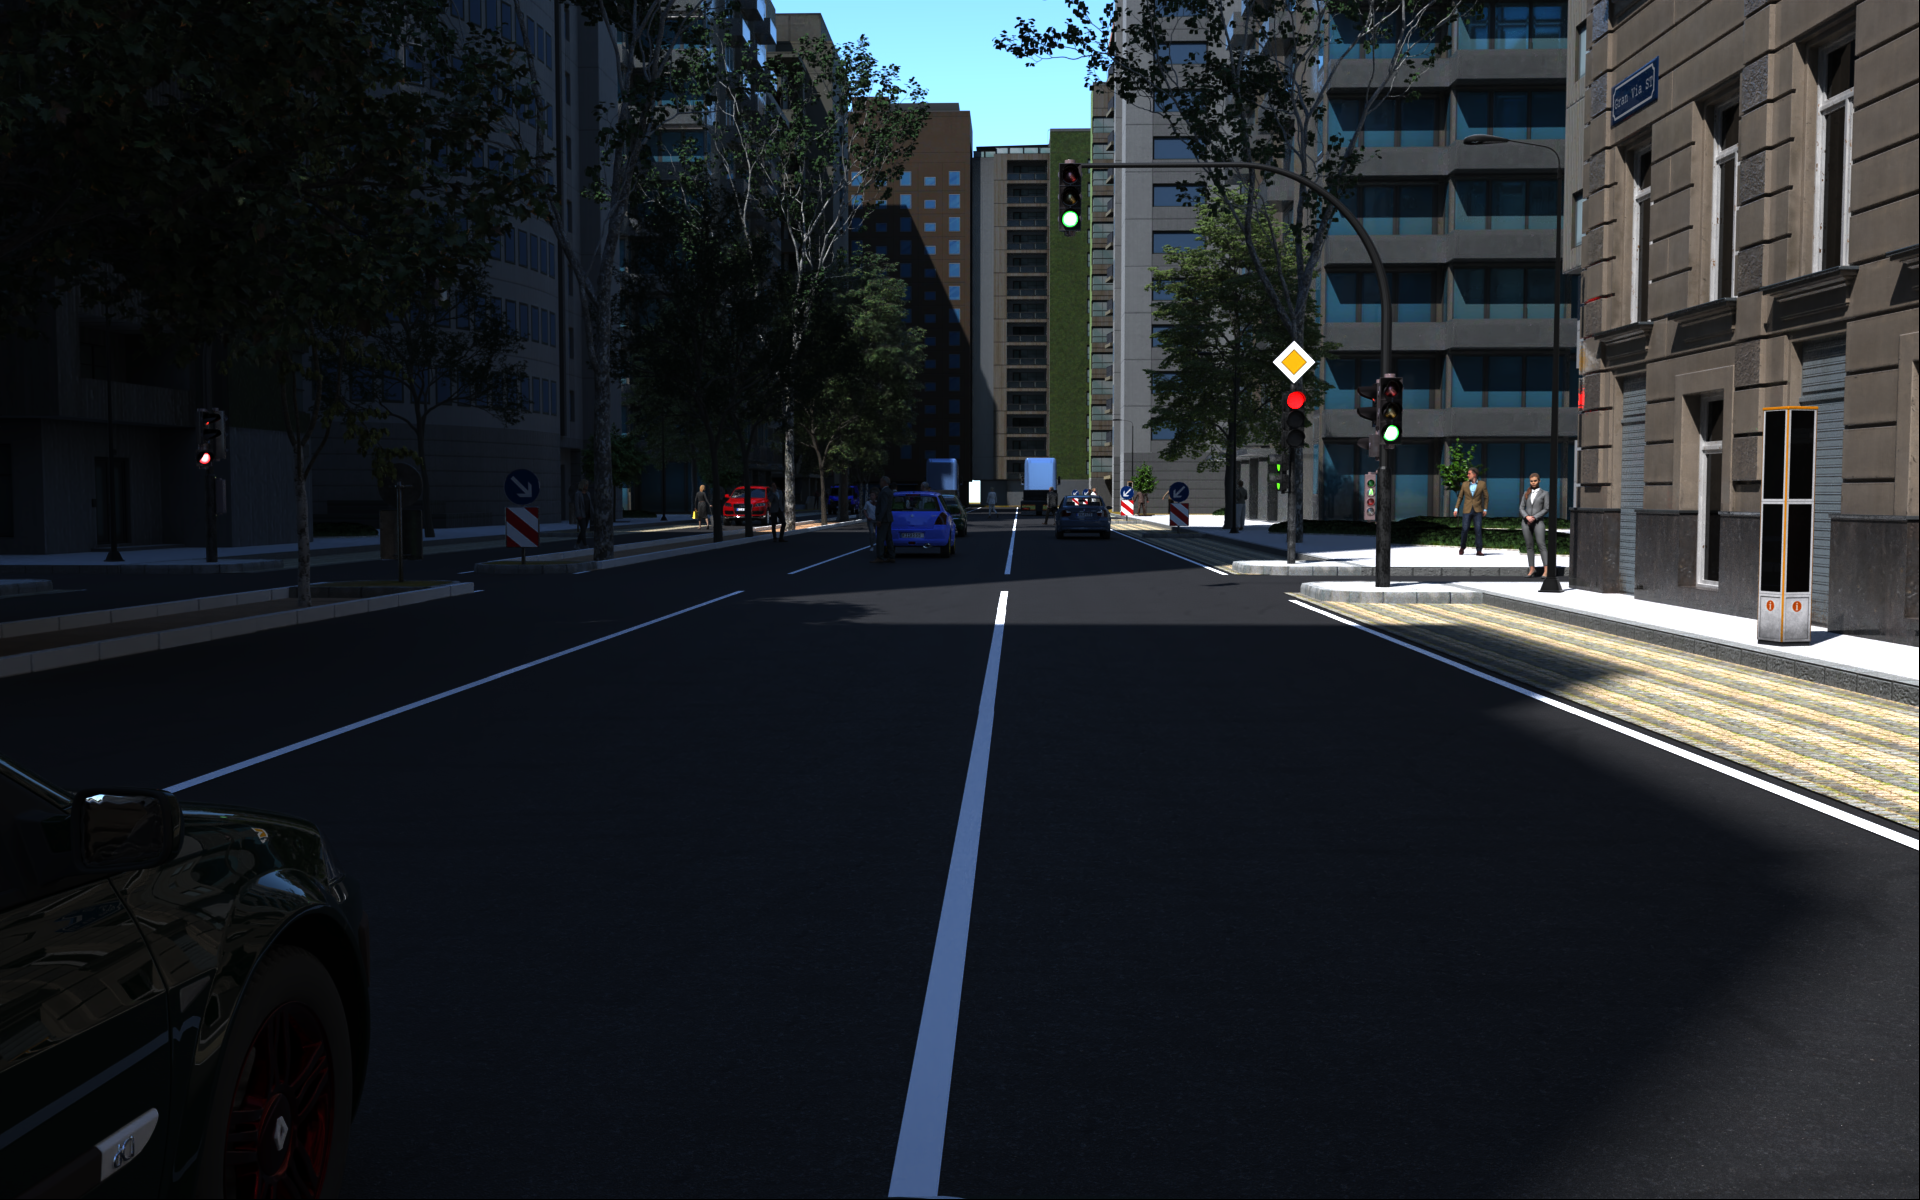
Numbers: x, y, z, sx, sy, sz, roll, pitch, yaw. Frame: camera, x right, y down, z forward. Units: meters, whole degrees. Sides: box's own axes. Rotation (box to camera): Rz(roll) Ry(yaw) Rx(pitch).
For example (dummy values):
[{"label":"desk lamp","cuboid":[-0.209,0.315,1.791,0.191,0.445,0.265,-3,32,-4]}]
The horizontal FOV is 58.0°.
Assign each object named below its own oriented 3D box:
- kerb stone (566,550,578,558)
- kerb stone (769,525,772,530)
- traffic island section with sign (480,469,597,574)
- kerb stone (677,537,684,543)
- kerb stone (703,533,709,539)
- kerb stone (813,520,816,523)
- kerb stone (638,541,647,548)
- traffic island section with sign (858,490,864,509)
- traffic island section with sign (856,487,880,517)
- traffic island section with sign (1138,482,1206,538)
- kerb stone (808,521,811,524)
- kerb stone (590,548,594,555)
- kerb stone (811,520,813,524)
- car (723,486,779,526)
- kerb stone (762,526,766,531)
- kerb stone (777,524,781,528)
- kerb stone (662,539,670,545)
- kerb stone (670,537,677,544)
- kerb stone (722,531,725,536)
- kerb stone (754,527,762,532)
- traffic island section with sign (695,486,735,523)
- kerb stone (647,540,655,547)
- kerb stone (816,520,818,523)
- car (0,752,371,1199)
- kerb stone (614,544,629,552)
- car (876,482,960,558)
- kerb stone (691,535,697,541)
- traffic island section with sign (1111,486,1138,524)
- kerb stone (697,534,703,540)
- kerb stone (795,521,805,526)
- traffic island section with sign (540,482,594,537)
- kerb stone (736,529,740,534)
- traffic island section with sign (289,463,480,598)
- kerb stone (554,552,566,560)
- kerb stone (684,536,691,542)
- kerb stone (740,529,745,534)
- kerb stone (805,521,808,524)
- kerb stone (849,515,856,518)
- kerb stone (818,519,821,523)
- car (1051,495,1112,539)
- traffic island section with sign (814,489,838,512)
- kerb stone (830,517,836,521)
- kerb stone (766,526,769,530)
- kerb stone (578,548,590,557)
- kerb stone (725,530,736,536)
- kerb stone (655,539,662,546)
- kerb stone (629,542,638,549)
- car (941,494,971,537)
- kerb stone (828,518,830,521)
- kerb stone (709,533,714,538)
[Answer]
[{"label":"kerb stone","cuboid":[-8.754,-1.002,38.592,0.120,0.150,1.000,0,4,2]},{"label":"kerb stone","cuboid":[-7.694,-2.880,69.315,0.120,0.150,1.000,0,4,2]},{"label":"traffic island section with sign","cuboid":[-7.917,-1.463,32.056,2.006,1.907,1.989,0,4,2]},{"label":"kerb stone","cuboid":[-8.334,-1.754,50.883,0.120,0.150,1.000,0,4,2]},{"label":"kerb stone","cuboid":[-8.190,-2.005,54.972,0.120,0.150,1.000,0,4,2]},{"label":"kerb stone","cuboid":[-7.203,-3.759,83.655,0.120,0.150,1.000,0,4,2]},{"label":"kerb stone","cuboid":[-8.512,-1.441,45.765,0.120,0.150,1.000,0,4,2]},{"label":"traffic island section with sign","cuboid":[-9.319,-9.382,162.022,1.989,1.847,2.006,0,4,2]},{"label":"traffic island section with sign","cuboid":[-5.336,-6.056,107.150,2.006,1.907,1.989,0,4,2]},{"label":"traffic island section with sign","cuboid":[6.997,-2.942,56.732,1.989,1.847,2.006,0,4,2]},{"label":"kerb stone","cuboid":[-7.273,-3.634,81.612,0.120,0.150,1.000,0,4,2]},{"label":"kerb stone","cuboid":[-8.683,-1.128,40.635,0.120,0.150,1.000,0,4,2]},{"label":"kerb stone","cuboid":[-7.238,-3.697,82.634,0.120,0.150,1.000,0,4,2]},{"label":"car","cuboid":[-9.598,-4.356,79.889,2.281,1.827,5.304,0,4,2]},{"label":"kerb stone","cuboid":[-7.773,-2.755,67.272,0.120,0.150,1.000,0,4,2]},{"label":"kerb stone","cuboid":[-7.626,-3.006,71.364,0.120,0.150,1.000,0,4,2]},{"label":"kerb stone","cuboid":[-8.407,-1.629,48.830,0.120,0.150,1.000,0,4,2]},{"label":"kerb stone","cuboid":[-8.370,-1.685,49.861,0.120,0.150,1.000,0,4,2]},{"label":"kerb stone","cuboid":[-8.096,-2.189,58.037,0.120,0.150,1.000,0,4,2]},{"label":"kerb stone","cuboid":[-7.796,-2.694,66.247,0.120,0.150,1.000,0,4,2]},{"label":"traffic island section with sign","cuboid":[-11.941,-4.708,85.595,1.989,1.847,2.006,0,4,2]},{"label":"kerb stone","cuboid":[-8.483,-1.503,46.787,0.120,0.150,1.000,0,4,2]},{"label":"kerb stone","cuboid":[-7.173,-3.819,84.677,0.120,0.150,1.000,0,4,2]},{"label":"car","cuboid":[-2.053,0.488,1.801,2.009,1.686,4.222,0,4,2]},{"label":"kerb stone","cuboid":[-8.586,-1.316,43.714,0.120,0.150,1.000,0,4,2]},{"label":"car","cuboid":[-0.994,-1.878,40.289,1.945,1.707,3.694,0,4,2]},{"label":"kerb stone","cuboid":[-8.264,-1.880,52.928,0.120,0.150,1.000,0,4,2]},{"label":"traffic island section with sign","cuboid":[7.918,-4.590,83.671,1.989,1.847,2.006,0,4,2]},{"label":"kerb stone","cuboid":[-8.229,-1.940,53.950,0.120,0.150,1.000,0,4,2]},{"label":"kerb stone","cuboid":[-7.345,-3.504,79.563,0.120,0.150,1.000,0,4,2]},{"label":"traffic island section with sign","cuboid":[-12.902,-3.026,58.101,1.989,1.847,2.006,0,4,2]},{"label":"kerb stone","cuboid":[-7.989,-2.372,61.122,0.120,0.150,1.000,0,4,2]},{"label":"traffic island section with sign","cuboid":[-8.182,-1.010,24.653,2.006,1.907,1.989,0,4,2]},{"label":"kerb stone","cuboid":[-8.793,-0.940,37.566,0.120,0.150,1.000,0,4,2]},{"label":"kerb stone","cuboid":[-8.295,-1.817,51.904,0.120,0.150,1.000,0,4,2]},{"label":"kerb stone","cuboid":[-7.949,-2.437,62.143,0.120,0.150,1.000,0,4,2]},{"label":"kerb stone","cuboid":[-7.307,-3.570,80.588,0.120,0.150,1.000,0,4,2]},{"label":"kerb stone","cuboid":[-6.490,-5.011,104.124,0.120,0.150,1.000,0,4,2]},{"label":"kerb stone","cuboid":[-7.136,-3.883,85.699,0.120,0.150,1.000,0,4,2]},{"label":"car","cuboid":[3.996,-2.728,56.604,2.014,1.417,4.499,0,4,2]},{"label":"traffic island section with sign","cuboid":[-10.248,-7.718,134.810,1.989,1.847,2.006,0,4,2]},{"label":"kerb stone","cuboid":[-6.893,-4.322,92.864,0.120,0.150,1.000,0,4,2]},{"label":"kerb stone","cuboid":[-7.744,-2.815,68.294,0.120,0.150,1.000,0,4,2]},{"label":"kerb stone","cuboid":[-8.716,-1.065,39.614,0.120,0.150,1.000,0,4,2]},{"label":"kerb stone","cuboid":[-8.017,-2.318,60.099,0.120,0.150,1.000,0,4,2]},{"label":"kerb stone","cuboid":[-8.450,-1.562,47.809,0.120,0.150,1.000,0,4,2]},{"label":"kerb stone","cuboid":[-8.545,-1.379,44.736,0.120,0.150,1.000,0,4,2]},{"label":"car","cuboid":[-0.695,-2.912,59.416,2.131,1.459,4.920,0,4,1]},{"label":"kerb stone","cuboid":[-6.994,-4.135,89.796,0.120,0.150,1.000,0,4,2]},{"label":"kerb stone","cuboid":[-8.158,-2.067,55.993,0.120,0.150,1.000,0,4,2]}]
